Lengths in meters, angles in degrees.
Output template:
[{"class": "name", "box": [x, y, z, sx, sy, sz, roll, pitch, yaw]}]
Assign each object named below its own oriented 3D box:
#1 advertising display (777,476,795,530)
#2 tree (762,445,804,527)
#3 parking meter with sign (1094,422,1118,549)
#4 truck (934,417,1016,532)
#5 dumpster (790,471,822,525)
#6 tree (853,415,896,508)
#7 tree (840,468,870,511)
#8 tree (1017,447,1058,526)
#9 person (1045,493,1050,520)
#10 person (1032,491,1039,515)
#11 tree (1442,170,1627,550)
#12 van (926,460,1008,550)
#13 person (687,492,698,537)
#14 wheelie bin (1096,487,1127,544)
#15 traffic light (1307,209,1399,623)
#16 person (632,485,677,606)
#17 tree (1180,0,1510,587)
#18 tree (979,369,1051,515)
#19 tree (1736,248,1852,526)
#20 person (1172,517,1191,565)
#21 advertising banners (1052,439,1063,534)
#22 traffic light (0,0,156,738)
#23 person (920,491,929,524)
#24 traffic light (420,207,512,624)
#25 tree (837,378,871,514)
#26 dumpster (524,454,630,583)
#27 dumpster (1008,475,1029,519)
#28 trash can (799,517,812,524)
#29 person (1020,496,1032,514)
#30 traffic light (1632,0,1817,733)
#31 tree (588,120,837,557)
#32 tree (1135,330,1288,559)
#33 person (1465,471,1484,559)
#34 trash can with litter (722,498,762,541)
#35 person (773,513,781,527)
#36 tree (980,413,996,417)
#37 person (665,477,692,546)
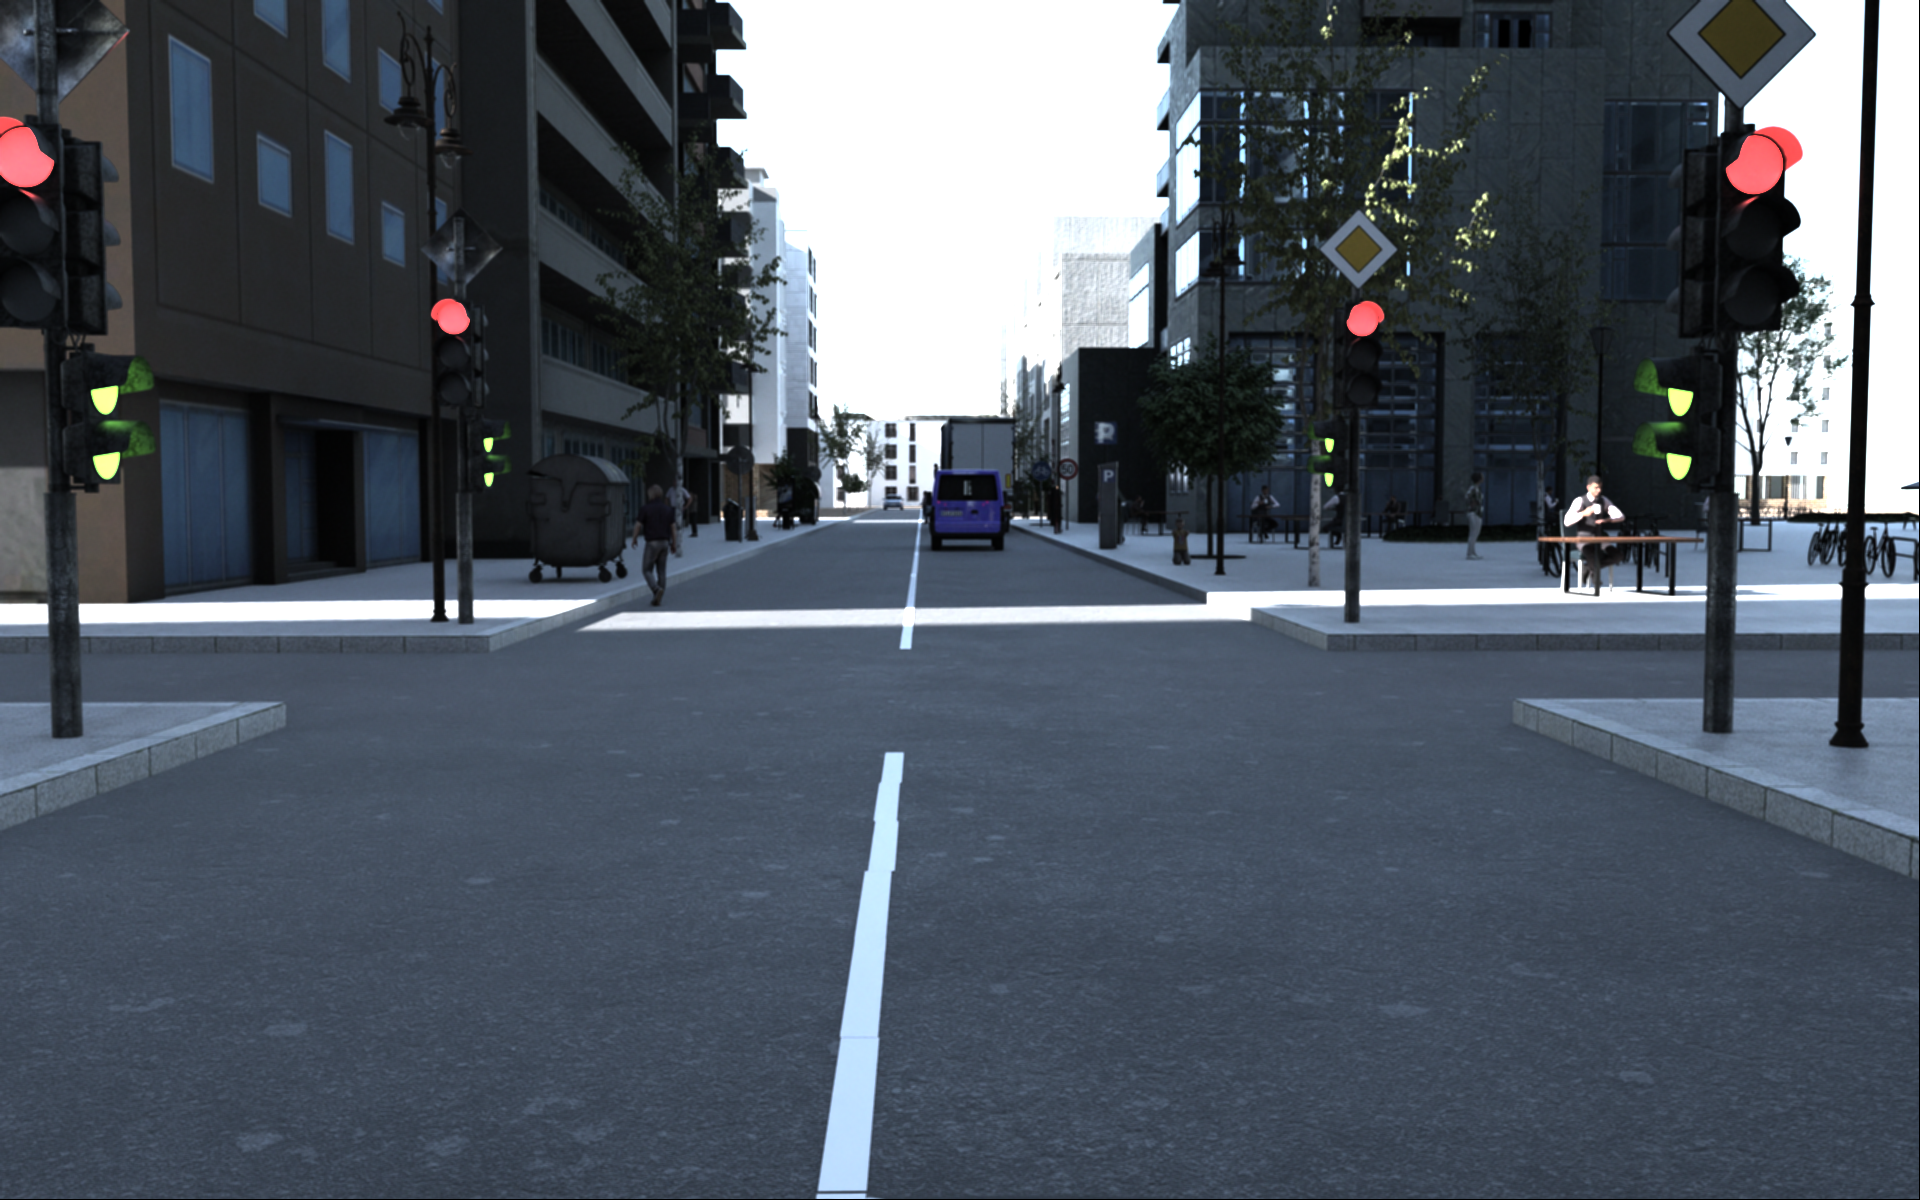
[{"class": "advertising display", "box": [-6.295, -3.517, 62.719, 0.123, 1.923, 0.974, -3, 5, -41]}, {"class": "tree", "box": [-7.036, -4.515, 68.427, 1.663, 3.219, 1.824, 0, 3, 0]}, {"class": "parking meter with sign", "box": [3.483, -2.740, 41.057, 0.543, 3.016, 1.738, 0, 4, 2]}, {"class": "truck", "box": [0.541, -4.893, 68.916, 2.839, 4.237, 11.283, 0, 4, -3]}, {"class": "dumpster", "box": [-6.582, -4.272, 72.344, 1.502, 2.255, 1.985, 0, 4, -1]}, {"class": "tree", "box": [-8.281, -12.974, 162.492, 4.360, 8.622, 3.978, 0, 3, 0]}, {"class": "tree", "box": [-7.766, -8.322, 130.673, 1.663, 3.219, 1.824, 0, 3, 0]}, {"class": "tree", "box": [3.363, -4.683, 71.174, 1.663, 3.219, 1.824, 0, 3, 0]}, {"class": "person", "box": [4.394, -4.666, 84.610, 0.388, 1.546, 0.482, 2, 4, 31]}, {"class": "person", "box": [4.567, -6.015, 104.479, 0.705, 1.812, 1.348, -1, 4, -13]}, {"class": "tree", "box": [13.080, -5.422, 39.016, 4.360, 8.622, 3.978, 0, 3, 0]}, {"class": "van", "box": [0.187, -2.532, 45.778, 2.240, 2.365, 5.245, 0, 3, 0]}, {"class": "person", "box": [-7.999, -2.563, 51.863, 0.435, 1.345, 0.340, 2, 4, 26]}, {"class": "wheelie bin", "box": [3.860, -2.227, 44.323, 0.693, 1.594, 0.980, 1, 4, 16]}, {"class": "traffic light", "box": [3.906, -1.731, 17.225, 0.839, 4.253, 0.868, 0, 4, -1]}, {"class": "person", "box": [-3.955, -0.705, 22.240, 0.569, 1.553, 0.471, 0, 4, 2]}, {"class": "tree", "box": [5.152, -4.491, 23.789, 4.737, 8.622, 4.395, 0, 3, 0]}, {"class": "tree", "box": [3.184, -9.352, 103.270, 4.360, 8.622, 3.978, 0, 3, 0]}, {"class": "tree", "box": [32.545, -8.857, 70.564, 9.928, 11.665, 9.643, 0, 3, 0]}, {"class": "person", "box": [4.011, -1.067, 31.414, 0.347, 0.859, 0.695, 0, 4, 4]}, {"class": "advertising banners", "box": [3.115, -3.648, 55.837, 0.090, 3.025, 2.074, 1, 4, 12]}, {"class": "traffic light", "box": [-4.704, -1.231, 9.042, 0.839, 4.253, 0.868, 0, 4, -1]}, {"class": "person", "box": [-1.686, -4.421, 82.745, 0.435, 1.587, 0.963, 0, 4, 7]}, {"class": "traffic light", "box": [-4.873, -1.719, 17.025, 0.839, 4.253, 0.868, 0, 4, -1]}, {"class": "tree", "box": [-7.496, -9.706, 109.055, 4.737, 8.622, 4.395, 0, 3, 0]}, {"class": "dumpster", "box": [-5.654, -1.217, 25.654, 1.264, 1.857, 1.865, 0, 4, -1]}, {"class": "dumpster", "box": [2.922, -5.332, 89.678, 1.502, 2.255, 1.985, 0, 4, -1]}, {"class": "trash can", "box": [-6.689, -3.889, 75.240, 0.748, 1.137, 0.748, 0, 3, 0]}, {"class": "person", "box": [4.063, -6.427, 111.095, 1.348, 1.831, 0.705, -2, 4, -34]}, {"class": "traffic light", "box": [4.075, -1.243, 9.242, 0.839, 4.253, 0.868, 0, 4, -1]}, {"class": "tree", "box": [-5.638, -5.183, 35.101, 4.737, 8.622, 4.395, 0, 3, 0]}, {"class": "tree", "box": [5.085, -3.131, 34.906, 4.285, 4.588, 4.351, 0, 3, 0]}, {"class": "person", "box": [10.147, -1.678, 34.197, 0.376, 1.734, 0.841, 1, 4, 22]}, {"class": "trash can with litter", "box": [-6.011, -2.223, 47.738, 1.055, 1.170, 0.624, -1, 4, -16]}, {"class": "person", "box": [-6.878, -3.550, 66.626, 0.613, 1.512, 0.480, 0, 4, -7]}, {"class": "tree", "box": [2.369, -12.430, 153.595, 4.737, 8.622, 4.395, 0, 3, 0]}, {"class": "person", "box": [-7.019, -2.188, 42.748, 0.756, 1.711, 0.436, 2, 4, 30]}]
